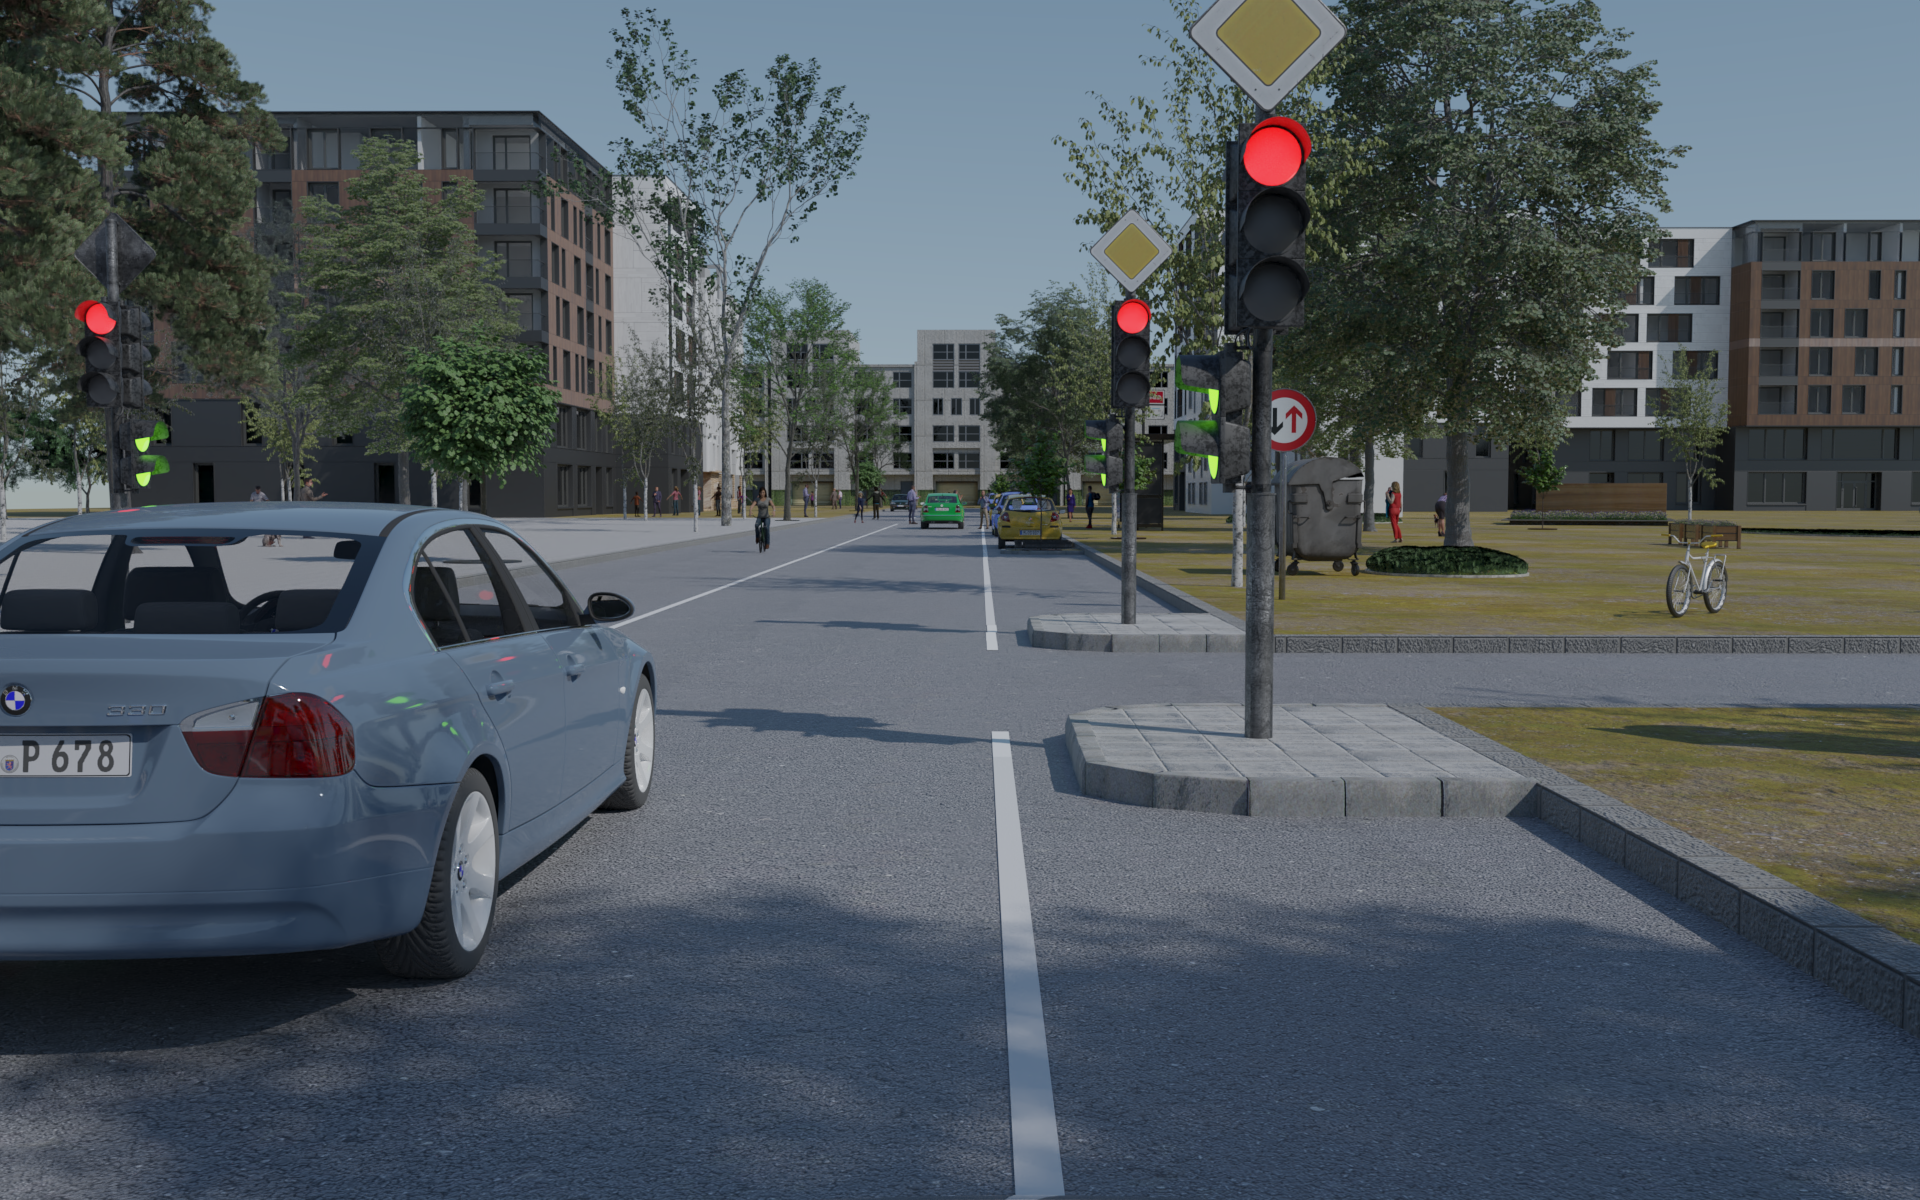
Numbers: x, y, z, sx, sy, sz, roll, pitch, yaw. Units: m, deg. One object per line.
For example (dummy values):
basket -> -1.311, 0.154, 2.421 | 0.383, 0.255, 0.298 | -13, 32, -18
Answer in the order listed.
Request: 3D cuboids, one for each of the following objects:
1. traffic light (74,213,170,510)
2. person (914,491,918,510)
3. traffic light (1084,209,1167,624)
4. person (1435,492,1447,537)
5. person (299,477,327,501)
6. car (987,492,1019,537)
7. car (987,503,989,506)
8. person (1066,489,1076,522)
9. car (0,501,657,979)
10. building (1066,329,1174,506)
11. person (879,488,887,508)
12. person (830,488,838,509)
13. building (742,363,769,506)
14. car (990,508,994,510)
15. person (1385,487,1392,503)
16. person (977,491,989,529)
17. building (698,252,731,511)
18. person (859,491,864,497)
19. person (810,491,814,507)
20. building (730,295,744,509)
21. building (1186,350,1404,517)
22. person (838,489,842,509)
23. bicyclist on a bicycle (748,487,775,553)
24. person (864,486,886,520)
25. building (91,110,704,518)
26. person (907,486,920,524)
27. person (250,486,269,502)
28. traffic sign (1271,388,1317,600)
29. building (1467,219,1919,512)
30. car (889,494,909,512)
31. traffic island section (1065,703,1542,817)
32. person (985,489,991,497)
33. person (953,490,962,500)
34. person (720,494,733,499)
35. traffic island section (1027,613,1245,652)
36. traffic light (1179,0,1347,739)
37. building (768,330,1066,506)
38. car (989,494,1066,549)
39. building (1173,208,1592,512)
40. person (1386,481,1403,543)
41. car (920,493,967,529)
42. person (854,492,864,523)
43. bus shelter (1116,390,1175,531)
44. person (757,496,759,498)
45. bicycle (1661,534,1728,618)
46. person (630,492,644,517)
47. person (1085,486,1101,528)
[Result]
traffic light -> -8.312, -1.704, 17.111 | 0.839, 4.213, 0.868 | 0, 4, 1
person -> -4.137, -9.224, 160.109 | 0.445, 1.727, 0.742 | 0, 4, 7
traffic light -> 1.648, -1.698, 17.013 | 0.839, 4.213, 0.868 | 0, 4, 1
person -> 14.576, -2.622, 52.139 | 0.697, 1.427, 0.421 | -3, 4, -38
person -> -18.612, -2.648, 49.871 | 0.750, 1.759, 0.617 | -2, 4, -26
car -> 1.957, -3.048, 59.419 | 1.945, 1.707, 3.694 | 0, 4, -1
car -> 2.189, -4.188, 78.690 | 2.015, 1.641, 3.980 | 0, 4, 2
person -> 5.081, -4.321, 79.066 | 0.453, 1.535, 0.546 | -1, 4, -23
car -> -2.303, 0.342, 6.411 | 2.014, 1.417, 4.499 | 0, 4, 0
building -> 27.193, -20.054, 194.335 | 31.486, 18.905, 16.747 | 0, 4, 1
person -> -7.418, -9.554, 162.215 | 1.348, 1.831, 0.705 | 2, 4, 24
person -> -10.568, -8.466, 145.008 | 0.434, 1.755, 0.990 | 3, 5, 40
building -> -36.421, -20.115, 195.341 | 31.486, 18.905, 16.747 | 0, 4, 1
car -> 2.077, -3.131, 63.768 | 1.945, 1.354, 3.894 | 0, 4, 2
person -> 21.502, -4.846, 86.743 | 0.415, 1.643, 0.593 | 0, 3, 0
person -> 0.964, -3.692, 70.922 | 0.516, 1.574, 0.319 | 3, 4, 38
building -> -26.416, -16.791, 130.960 | 16.016, 20.091, 11.380 | 0, 4, 1
person -> -9.334, -9.508, 161.581 | 0.705, 1.814, 1.350 | 3, 4, 37
person -> -14.689, -9.923, 171.430 | 0.721, 1.739, 1.217 | 2, 4, 34
building -> -24.945, -17.937, 149.691 | 11.380, 20.091, 16.016 | 0, 4, 1
building -> 20.438, -10.275, 110.149 | 9.099, 9.664, 28.070 | 0, 4, 1
person -> -10.357, -8.667, 148.687 | 0.436, 1.711, 0.756 | 1, 4, 21
bicyclist on a bicycle -> -4.841, -1.987, 42.508 | 1.499, 1.676, 1.625 | 0, 4, -1
person -> -4.739, -5.458, 97.369 | 1.348, 1.869, 0.705 | -2, 4, -32
building -> -32.713, -16.210, 109.012 | 27.936, 21.610, 32.646 | 0, 4, 1
person -> -2.162, -4.524, 82.344 | 0.599, 1.838, 0.709 | -3, 4, -38
person -> -22.884, -2.957, 56.609 | 0.614, 1.554, 0.590 | 0, 4, -1
traffic sign -> 3.913, -1.276, 20.968 | 0.768, 2.556, 0.104 | 0, 4, 7
building -> 62.597, -18.299, 143.164 | 32.646, 21.610, 27.936 | 0, 4, 1
car -> -4.831, -8.080, 141.892 | 2.009, 1.686, 4.222 | 0, 4, -1
traffic island section -> 1.597, 0.804, 9.141 | 2.009, 0.180, 2.903 | 0, 4, 1
person -> 2.394, -8.171, 142.099 | 1.348, 1.824, 0.705 | 1, 4, 20
person -> -0.154, -4.813, 88.667 | 0.593, 1.643, 0.415 | -3, 4, -38
person -> -16.901, -7.238, 124.479 | 1.348, 1.812, 0.705 | 1, 4, 21
traffic island section -> 1.688, 0.315, 17.126 | 2.009, 0.180, 2.903 | 0, 4, 1
traffic light -> 1.557, -1.210, 9.029 | 0.839, 4.213, 0.868 | 0, 4, 1
building -> -4.510, -20.084, 194.839 | 31.486, 18.905, 16.747 | 0, 4, 1
car -> 1.861, -2.228, 46.648 | 2.015, 1.641, 3.980 | 0, 4, 1
building -> 31.012, -18.118, 140.200 | 27.936, 21.610, 32.646 | 0, 4, 1
person -> 11.436, -2.315, 45.598 | 0.593, 1.614, 0.444 | -1, 4, -18
car -> -0.706, -3.877, 72.187 | 1.959, 1.807, 4.718 | 0, 4, 1
person -> -5.017, -4.587, 86.047 | 0.613, 1.512, 0.480 | 1, 4, 20
bus shelter -> 6.783, -5.301, 64.297 | 2.179, 5.291, 8.768 | 0, 4, 1
person -> -19.100, -9.807, 167.094 | 0.721, 1.736, 1.217 | 3, 4, 38
bicycle -> 7.803, -0.309, 18.280 | 1.543, 0.972, 0.635 | -3, 5, -44
person -> -18.259, -5.422, 97.950 | 1.065, 1.426, 0.557 | 2, 4, 30
person -> 4.880, -3.463, 64.540 | 0.662, 1.594, 0.647 | 3, 5, 41
